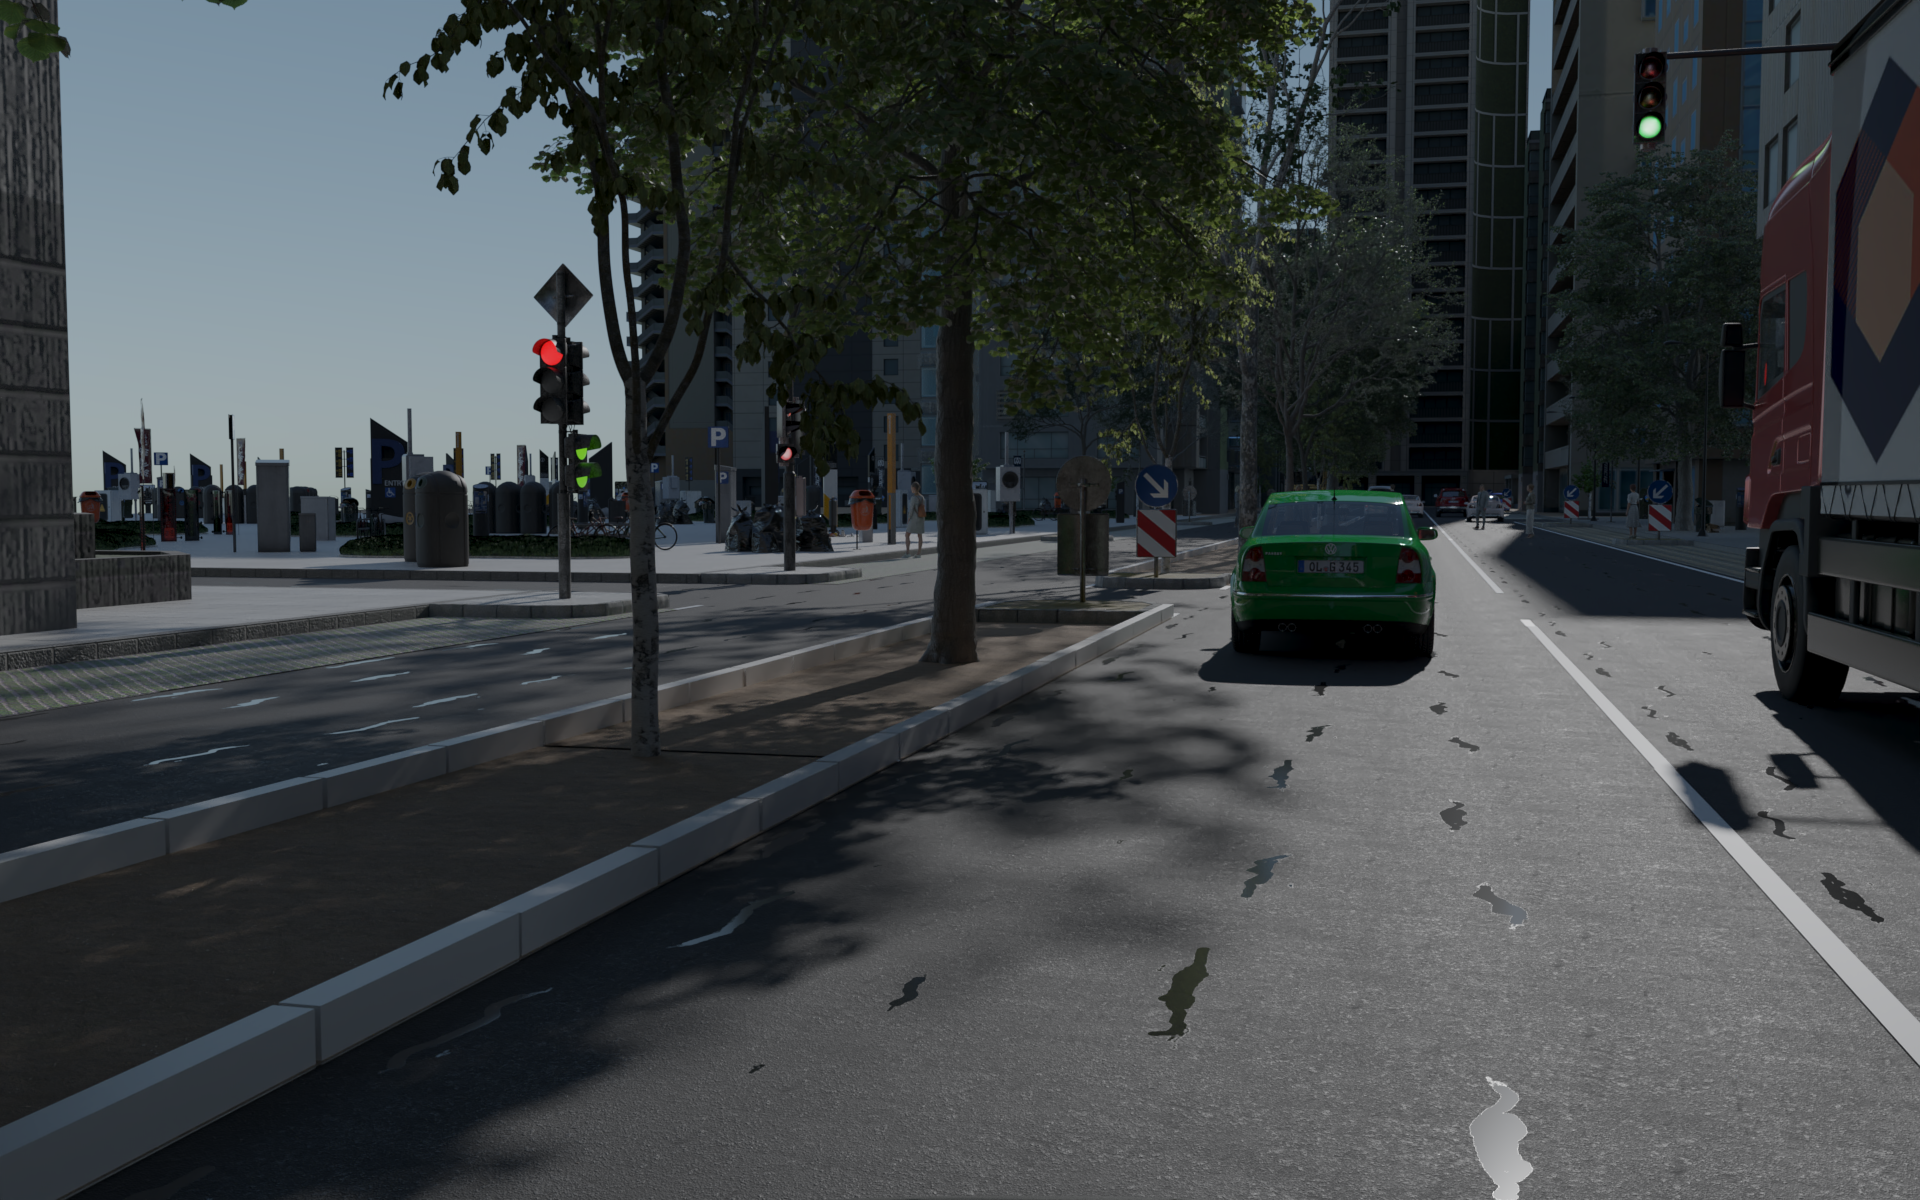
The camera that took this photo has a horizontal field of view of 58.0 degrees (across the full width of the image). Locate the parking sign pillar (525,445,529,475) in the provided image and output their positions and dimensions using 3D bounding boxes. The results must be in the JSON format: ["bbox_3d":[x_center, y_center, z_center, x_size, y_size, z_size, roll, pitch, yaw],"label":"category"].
[{"bbox_3d":[-23.932,-6.518,95.039,1.447,3.967,1.447,-1,4,-18],"label":"parking sign pillar"}]

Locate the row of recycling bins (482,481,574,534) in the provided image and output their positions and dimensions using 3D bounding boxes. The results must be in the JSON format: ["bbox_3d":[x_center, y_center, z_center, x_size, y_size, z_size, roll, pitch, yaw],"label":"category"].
[{"bbox_3d":[-14.154,-2.995,56.087,3.534,1.692,1.069,1,4,14],"label":"row of recycling bins"}]

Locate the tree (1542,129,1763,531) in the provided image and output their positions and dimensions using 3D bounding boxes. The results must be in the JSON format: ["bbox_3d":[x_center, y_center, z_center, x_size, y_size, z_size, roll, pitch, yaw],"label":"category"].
[{"bbox_3d":[25.257,-9.394,60.254,9.857,13.997,8.962,0,3,0],"label":"tree"}]

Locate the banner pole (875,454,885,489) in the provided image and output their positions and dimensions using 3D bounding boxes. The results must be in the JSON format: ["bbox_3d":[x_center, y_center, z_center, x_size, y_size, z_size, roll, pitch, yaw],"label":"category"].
[{"bbox_3d":[-5.010,-7.114,106.336,0.863,3.779,0.401,1,4,17],"label":"banner pole"}]

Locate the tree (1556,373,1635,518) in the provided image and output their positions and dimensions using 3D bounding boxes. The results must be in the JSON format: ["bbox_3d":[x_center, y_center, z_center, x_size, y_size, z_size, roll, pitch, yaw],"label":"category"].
[{"bbox_3d":[33.751,-8.666,92.044,4.360,8.622,3.978,0,3,0],"label":"tree"}]

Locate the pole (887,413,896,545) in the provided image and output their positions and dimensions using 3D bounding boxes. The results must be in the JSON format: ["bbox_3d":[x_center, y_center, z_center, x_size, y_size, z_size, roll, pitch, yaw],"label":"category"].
[{"bbox_3d":[-1.731,-3.058,43.837,0.158,3.312,0.155,0,3,0],"label":"pole"}]

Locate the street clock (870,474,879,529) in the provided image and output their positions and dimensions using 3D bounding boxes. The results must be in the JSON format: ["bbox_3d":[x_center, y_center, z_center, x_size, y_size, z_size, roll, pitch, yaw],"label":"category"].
[{"bbox_3d":[-3.106,-3.562,62.802,0.358,2.002,0.471,-1,4,-19],"label":"street clock"}]

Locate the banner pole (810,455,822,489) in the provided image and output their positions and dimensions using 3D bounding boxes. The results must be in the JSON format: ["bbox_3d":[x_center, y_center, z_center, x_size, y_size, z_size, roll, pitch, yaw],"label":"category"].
[{"bbox_3d":[-7.995,-6.440,95.309,0.863,3.779,0.401,1,4,15],"label":"banner pole"}]

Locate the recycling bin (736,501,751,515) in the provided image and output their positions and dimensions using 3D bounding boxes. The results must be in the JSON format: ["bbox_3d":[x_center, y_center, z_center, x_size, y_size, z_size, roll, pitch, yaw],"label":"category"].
[{"bbox_3d":[-8.489,-3.306,66.604,0.722,1.027,0.722,-2,4,-30],"label":"recycling bin"}]

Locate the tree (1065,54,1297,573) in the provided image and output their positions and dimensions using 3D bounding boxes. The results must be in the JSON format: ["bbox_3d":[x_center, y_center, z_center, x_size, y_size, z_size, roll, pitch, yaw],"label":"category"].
[{"bbox_3d":[3.377,-4.601,28.052,4.360,8.622,3.978,0,3,0],"label":"tree"}]

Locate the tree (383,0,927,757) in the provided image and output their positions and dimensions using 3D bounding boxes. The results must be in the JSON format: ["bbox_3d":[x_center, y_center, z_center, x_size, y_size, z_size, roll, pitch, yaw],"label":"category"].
[{"bbox_3d":[-1.734,-3.433,8.949,4.737,8.622,4.395,0,3,0],"label":"tree"}]

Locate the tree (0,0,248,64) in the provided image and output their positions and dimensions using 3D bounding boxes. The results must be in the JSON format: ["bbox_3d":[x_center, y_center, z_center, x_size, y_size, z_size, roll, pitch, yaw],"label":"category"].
[{"bbox_3d":[-3.308,-5.030,2.831,7.486,12.596,7.792,0,3,0],"label":"tree"}]

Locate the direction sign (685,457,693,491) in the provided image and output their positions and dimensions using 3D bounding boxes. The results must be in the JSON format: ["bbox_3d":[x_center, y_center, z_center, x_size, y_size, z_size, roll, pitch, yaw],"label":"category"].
[{"bbox_3d":[-16.572,-6.969,105.943,0.379,3.537,0.876,-3,4,-37],"label":"direction sign"}]

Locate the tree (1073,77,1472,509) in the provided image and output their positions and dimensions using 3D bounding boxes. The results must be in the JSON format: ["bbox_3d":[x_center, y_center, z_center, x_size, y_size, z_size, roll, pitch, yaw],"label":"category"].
[{"bbox_3d":[9.821,-8.466,51.239,12.009,13.543,11.850,0,3,0],"label":"tree"}]

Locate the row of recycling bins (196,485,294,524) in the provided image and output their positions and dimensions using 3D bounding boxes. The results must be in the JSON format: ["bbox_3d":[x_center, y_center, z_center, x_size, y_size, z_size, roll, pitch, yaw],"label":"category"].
[{"bbox_3d":[-30.904,-4.150,74.963,3.534,1.692,1.069,-1,4,-10],"label":"row of recycling bins"}]

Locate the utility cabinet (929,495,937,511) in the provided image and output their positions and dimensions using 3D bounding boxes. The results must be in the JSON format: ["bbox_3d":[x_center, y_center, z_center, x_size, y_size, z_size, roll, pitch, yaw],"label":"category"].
[{"bbox_3d":[-1.138,-4.920,91.598,1.020,1.237,0.306,0,4,-1],"label":"utility cabinet"}]

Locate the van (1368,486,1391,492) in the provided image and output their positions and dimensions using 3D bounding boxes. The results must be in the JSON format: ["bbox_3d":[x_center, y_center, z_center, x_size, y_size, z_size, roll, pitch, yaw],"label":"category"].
[{"bbox_3d":[22.199,-5.161,91.389,2.013,2.044,4.112,1,4,14],"label":"van"}]

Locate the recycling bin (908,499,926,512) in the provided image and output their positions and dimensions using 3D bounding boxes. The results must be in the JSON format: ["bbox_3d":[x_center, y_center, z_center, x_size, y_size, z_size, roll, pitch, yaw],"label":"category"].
[{"bbox_3d":[-2.246,-4.802,91.068,0.722,1.027,0.722,2,4,27],"label":"recycling bin"}]

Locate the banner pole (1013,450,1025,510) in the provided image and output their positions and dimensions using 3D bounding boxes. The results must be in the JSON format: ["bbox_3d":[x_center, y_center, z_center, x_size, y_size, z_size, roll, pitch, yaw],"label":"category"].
[{"bbox_3d":[3.443,-6.669,99.059,0.863,3.779,0.401,0,4,-2],"label":"banner pole"}]

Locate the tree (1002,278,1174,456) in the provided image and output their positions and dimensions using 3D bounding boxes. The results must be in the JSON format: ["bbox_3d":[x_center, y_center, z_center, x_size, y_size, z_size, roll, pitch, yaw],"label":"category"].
[{"bbox_3d":[5.132,-8.267,69.575,7.601,10.594,8.767,1,4,12],"label":"tree"}]

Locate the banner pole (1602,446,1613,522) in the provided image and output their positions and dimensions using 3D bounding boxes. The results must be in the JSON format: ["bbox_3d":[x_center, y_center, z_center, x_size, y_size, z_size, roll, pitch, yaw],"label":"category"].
[{"bbox_3d":[29.377,-5.412,78.497,0.863,3.779,0.401,-2,4,-26],"label":"banner pole"}]

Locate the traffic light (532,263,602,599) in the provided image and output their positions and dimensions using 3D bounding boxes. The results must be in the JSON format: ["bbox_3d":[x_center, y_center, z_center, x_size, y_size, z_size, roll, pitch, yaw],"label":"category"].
[{"bbox_3d":[-4.833,-1.971,21.141,0.839,4.253,0.868,1,4,14],"label":"traffic light"}]

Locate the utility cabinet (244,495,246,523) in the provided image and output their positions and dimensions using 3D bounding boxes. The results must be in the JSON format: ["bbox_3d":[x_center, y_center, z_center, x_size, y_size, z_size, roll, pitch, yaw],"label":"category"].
[{"bbox_3d":[-31.821,-4.035,77.141,0.306,1.237,1.020,3,5,42],"label":"utility cabinet"}]

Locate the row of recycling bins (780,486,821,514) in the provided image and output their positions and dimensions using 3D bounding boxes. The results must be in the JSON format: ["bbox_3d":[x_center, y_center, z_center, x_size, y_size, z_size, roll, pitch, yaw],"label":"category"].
[{"bbox_3d":[-7.808,-4.763,84.987,1.069,1.692,3.534,-2,4,-29],"label":"row of recycling bins"}]

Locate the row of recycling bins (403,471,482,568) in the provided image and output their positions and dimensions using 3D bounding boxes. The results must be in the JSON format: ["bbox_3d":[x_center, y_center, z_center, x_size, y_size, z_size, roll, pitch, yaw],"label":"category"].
[{"bbox_3d":[-9.595,-1.509,31.783,1.069,1.692,3.534,-1,4,-22],"label":"row of recycling bins"}]

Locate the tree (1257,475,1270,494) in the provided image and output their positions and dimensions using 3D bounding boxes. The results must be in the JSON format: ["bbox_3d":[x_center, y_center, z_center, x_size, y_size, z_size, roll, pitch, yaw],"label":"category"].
[{"bbox_3d":[26.620,-9.780,154.510,1.663,3.219,1.824,0,3,0],"label":"tree"}]

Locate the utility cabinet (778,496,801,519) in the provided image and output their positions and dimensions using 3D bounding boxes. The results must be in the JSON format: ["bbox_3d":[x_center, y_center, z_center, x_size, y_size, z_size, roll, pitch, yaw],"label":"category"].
[{"bbox_3d":[-5.806,-2.853,57.801,1.020,1.237,0.306,1,4,20],"label":"utility cabinet"}]

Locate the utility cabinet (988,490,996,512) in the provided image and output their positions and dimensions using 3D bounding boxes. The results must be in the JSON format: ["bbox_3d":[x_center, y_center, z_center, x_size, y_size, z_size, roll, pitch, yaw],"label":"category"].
[{"bbox_3d":[1.783,-5.373,96.532,0.318,1.500,1.173,0,4,-7],"label":"utility cabinet"}]

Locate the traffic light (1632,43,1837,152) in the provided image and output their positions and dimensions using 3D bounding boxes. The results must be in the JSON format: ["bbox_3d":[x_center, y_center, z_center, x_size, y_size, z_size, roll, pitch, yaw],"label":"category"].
[{"bbox_3d":[9.207,-2.613,17.394,4.771,5.953,1.251,1,4,14],"label":"traffic light"}]

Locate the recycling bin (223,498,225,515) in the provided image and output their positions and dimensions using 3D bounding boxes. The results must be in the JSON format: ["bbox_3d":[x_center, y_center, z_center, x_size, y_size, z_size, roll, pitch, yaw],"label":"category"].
[{"bbox_3d":[-44.723,-5.705,105.827,0.722,1.027,0.722,3,5,42],"label":"recycling bin"}]

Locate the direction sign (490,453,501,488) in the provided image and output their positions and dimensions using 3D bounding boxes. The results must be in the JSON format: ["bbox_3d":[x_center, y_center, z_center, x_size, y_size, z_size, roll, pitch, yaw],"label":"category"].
[{"bbox_3d":[-25.835,-6.387,96.419,0.876,3.537,0.379,3,4,38],"label":"direction sign"}]

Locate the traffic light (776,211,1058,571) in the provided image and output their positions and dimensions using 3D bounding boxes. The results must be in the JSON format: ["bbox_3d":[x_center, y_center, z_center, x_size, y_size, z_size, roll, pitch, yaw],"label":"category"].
[{"bbox_3d":[-0.785,-3.285,28.382,4.771,5.953,1.251,1,4,14],"label":"traffic light"}]

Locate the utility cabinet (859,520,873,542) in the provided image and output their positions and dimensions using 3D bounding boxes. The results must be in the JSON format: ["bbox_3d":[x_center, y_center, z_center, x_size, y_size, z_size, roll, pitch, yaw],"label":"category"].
[{"bbox_3d":[-2.532,-2.153,46.365,0.306,1.237,1.020,-1,4,-9],"label":"utility cabinet"}]

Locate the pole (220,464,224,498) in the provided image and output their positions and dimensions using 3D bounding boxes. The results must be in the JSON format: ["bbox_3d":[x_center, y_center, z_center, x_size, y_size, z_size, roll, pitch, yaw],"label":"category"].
[{"bbox_3d":[-50.429,-7.613,118.323,0.158,3.312,0.155,0,3,0],"label":"pole"}]

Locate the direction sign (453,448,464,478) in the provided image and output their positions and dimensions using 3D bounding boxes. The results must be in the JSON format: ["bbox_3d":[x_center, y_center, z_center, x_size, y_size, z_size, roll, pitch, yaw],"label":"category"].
[{"bbox_3d":[-24.643,-5.701,85.200,0.379,3.537,0.876,1,4,16],"label":"direction sign"}]

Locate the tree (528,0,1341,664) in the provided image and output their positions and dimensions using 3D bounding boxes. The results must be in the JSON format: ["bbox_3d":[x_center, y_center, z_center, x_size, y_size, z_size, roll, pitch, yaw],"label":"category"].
[{"bbox_3d":[-0.053,-5.762,14.799,7.486,12.596,7.792,0,3,0],"label":"tree"}]

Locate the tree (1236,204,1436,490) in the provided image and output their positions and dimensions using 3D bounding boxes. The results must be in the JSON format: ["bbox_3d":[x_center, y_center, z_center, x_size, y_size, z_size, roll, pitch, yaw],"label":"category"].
[{"bbox_3d":[16.585,-10.281,77.207,9.857,13.997,8.962,0,3,0],"label":"tree"}]

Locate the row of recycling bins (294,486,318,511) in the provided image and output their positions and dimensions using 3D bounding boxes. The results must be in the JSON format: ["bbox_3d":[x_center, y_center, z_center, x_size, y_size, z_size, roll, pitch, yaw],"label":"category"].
[{"bbox_3d":[-38.666,-5.780,101.622,1.069,1.692,3.534,0,3,0],"label":"row of recycling bins"}]

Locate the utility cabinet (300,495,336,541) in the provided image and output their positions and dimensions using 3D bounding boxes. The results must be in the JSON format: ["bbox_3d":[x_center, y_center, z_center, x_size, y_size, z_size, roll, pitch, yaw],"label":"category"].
[{"bbox_3d":[-17.793,-2.255,48.037,1.020,1.237,0.306,2,4,26],"label":"utility cabinet"}]

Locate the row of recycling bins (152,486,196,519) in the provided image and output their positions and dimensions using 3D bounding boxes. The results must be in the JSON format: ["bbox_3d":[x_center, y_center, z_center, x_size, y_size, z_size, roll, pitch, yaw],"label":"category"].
[{"bbox_3d":[-41.016,-5.185,91.879,1.069,1.692,3.534,3,5,43],"label":"row of recycling bins"}]

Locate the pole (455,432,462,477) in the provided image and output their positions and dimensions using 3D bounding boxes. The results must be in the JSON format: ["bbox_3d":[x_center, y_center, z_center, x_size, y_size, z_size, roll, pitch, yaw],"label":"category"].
[{"bbox_3d":[-16.364,-3.839,56.603,0.158,3.312,0.155,0,3,0],"label":"pole"}]

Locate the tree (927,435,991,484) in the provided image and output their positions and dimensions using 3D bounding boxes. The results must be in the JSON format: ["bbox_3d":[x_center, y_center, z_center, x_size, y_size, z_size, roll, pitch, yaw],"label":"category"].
[{"bbox_3d":[-0.210,-3.337,49.168,1.663,3.219,1.824,0,3,0],"label":"tree"}]

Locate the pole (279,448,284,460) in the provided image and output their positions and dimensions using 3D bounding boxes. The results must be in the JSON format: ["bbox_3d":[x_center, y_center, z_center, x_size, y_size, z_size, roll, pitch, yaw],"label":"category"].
[{"bbox_3d":[-30.245,-5.105,77.310,0.158,3.312,0.155,0,3,0],"label":"pole"}]

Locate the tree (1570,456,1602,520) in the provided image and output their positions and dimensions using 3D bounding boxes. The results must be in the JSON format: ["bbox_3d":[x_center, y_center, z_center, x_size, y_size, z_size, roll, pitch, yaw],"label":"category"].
[{"bbox_3d":[31.686,-5.692,87.668,1.663,3.219,1.824,0,3,0],"label":"tree"}]

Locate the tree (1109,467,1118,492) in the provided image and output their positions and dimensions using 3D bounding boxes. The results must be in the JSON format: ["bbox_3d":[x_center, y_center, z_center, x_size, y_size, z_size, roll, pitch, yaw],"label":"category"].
[{"bbox_3d":[8.653,-6.596,102.448,1.663,3.219,1.824,0,3,0],"label":"tree"}]

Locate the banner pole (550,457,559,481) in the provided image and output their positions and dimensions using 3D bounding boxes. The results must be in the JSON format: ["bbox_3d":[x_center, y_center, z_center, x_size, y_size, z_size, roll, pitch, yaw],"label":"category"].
[{"bbox_3d":[-24.105,-6.954,103.710,0.863,3.779,0.401,0,4,-3],"label":"banner pole"}]

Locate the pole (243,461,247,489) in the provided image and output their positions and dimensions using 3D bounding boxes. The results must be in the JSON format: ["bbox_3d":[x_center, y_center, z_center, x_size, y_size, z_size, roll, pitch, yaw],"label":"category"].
[{"bbox_3d":[-44.366,-6.951,107.489,0.158,3.312,0.155,0,3,0],"label":"pole"}]

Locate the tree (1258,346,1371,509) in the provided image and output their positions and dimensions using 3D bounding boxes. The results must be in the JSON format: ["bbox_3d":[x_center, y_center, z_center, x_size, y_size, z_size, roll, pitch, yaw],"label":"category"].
[{"bbox_3d":[14.539,-7.152,69.749,4.737,8.622,4.395,0,3,0],"label":"tree"}]

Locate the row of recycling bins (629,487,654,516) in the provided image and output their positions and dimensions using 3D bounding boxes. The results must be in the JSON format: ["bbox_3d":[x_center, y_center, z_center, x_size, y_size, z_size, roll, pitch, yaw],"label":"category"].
[{"bbox_3d":[-18.130,-5.563,98.066,1.069,1.692,3.534,2,4,28],"label":"row of recycling bins"}]

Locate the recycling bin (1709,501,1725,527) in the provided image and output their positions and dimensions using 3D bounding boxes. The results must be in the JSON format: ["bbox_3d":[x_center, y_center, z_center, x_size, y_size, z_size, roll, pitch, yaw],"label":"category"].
[{"bbox_3d":[29.247,-3.349,67.307,0.722,1.027,0.722,1,4,8],"label":"recycling bin"}]

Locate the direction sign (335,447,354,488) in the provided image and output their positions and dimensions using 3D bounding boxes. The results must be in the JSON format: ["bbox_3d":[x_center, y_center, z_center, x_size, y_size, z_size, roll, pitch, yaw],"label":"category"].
[{"bbox_3d":[-29.779,-5.617,83.840,0.876,3.537,0.379,0,4,-3],"label":"direction sign"}]

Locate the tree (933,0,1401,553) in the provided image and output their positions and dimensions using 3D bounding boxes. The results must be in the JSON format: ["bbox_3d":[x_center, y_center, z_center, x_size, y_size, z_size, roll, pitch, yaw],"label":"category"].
[{"bbox_3d":[5.301,-11.003,38.251,12.611,20.169,13.585,0,3,0],"label":"tree"}]

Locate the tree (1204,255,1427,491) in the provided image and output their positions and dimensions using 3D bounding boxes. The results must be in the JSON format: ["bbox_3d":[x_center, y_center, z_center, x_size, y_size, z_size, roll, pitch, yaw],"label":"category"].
[{"bbox_3d":[12.842,-7.755,63.665,8.767,10.594,7.601,1,4,14],"label":"tree"}]

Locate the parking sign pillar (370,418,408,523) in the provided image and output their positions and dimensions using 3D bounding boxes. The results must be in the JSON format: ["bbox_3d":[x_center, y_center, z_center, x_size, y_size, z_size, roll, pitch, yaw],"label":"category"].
[{"bbox_3d":[-20.101,-4.442,61.095,1.447,3.967,1.447,-1,4,-14],"label":"parking sign pillar"}]
